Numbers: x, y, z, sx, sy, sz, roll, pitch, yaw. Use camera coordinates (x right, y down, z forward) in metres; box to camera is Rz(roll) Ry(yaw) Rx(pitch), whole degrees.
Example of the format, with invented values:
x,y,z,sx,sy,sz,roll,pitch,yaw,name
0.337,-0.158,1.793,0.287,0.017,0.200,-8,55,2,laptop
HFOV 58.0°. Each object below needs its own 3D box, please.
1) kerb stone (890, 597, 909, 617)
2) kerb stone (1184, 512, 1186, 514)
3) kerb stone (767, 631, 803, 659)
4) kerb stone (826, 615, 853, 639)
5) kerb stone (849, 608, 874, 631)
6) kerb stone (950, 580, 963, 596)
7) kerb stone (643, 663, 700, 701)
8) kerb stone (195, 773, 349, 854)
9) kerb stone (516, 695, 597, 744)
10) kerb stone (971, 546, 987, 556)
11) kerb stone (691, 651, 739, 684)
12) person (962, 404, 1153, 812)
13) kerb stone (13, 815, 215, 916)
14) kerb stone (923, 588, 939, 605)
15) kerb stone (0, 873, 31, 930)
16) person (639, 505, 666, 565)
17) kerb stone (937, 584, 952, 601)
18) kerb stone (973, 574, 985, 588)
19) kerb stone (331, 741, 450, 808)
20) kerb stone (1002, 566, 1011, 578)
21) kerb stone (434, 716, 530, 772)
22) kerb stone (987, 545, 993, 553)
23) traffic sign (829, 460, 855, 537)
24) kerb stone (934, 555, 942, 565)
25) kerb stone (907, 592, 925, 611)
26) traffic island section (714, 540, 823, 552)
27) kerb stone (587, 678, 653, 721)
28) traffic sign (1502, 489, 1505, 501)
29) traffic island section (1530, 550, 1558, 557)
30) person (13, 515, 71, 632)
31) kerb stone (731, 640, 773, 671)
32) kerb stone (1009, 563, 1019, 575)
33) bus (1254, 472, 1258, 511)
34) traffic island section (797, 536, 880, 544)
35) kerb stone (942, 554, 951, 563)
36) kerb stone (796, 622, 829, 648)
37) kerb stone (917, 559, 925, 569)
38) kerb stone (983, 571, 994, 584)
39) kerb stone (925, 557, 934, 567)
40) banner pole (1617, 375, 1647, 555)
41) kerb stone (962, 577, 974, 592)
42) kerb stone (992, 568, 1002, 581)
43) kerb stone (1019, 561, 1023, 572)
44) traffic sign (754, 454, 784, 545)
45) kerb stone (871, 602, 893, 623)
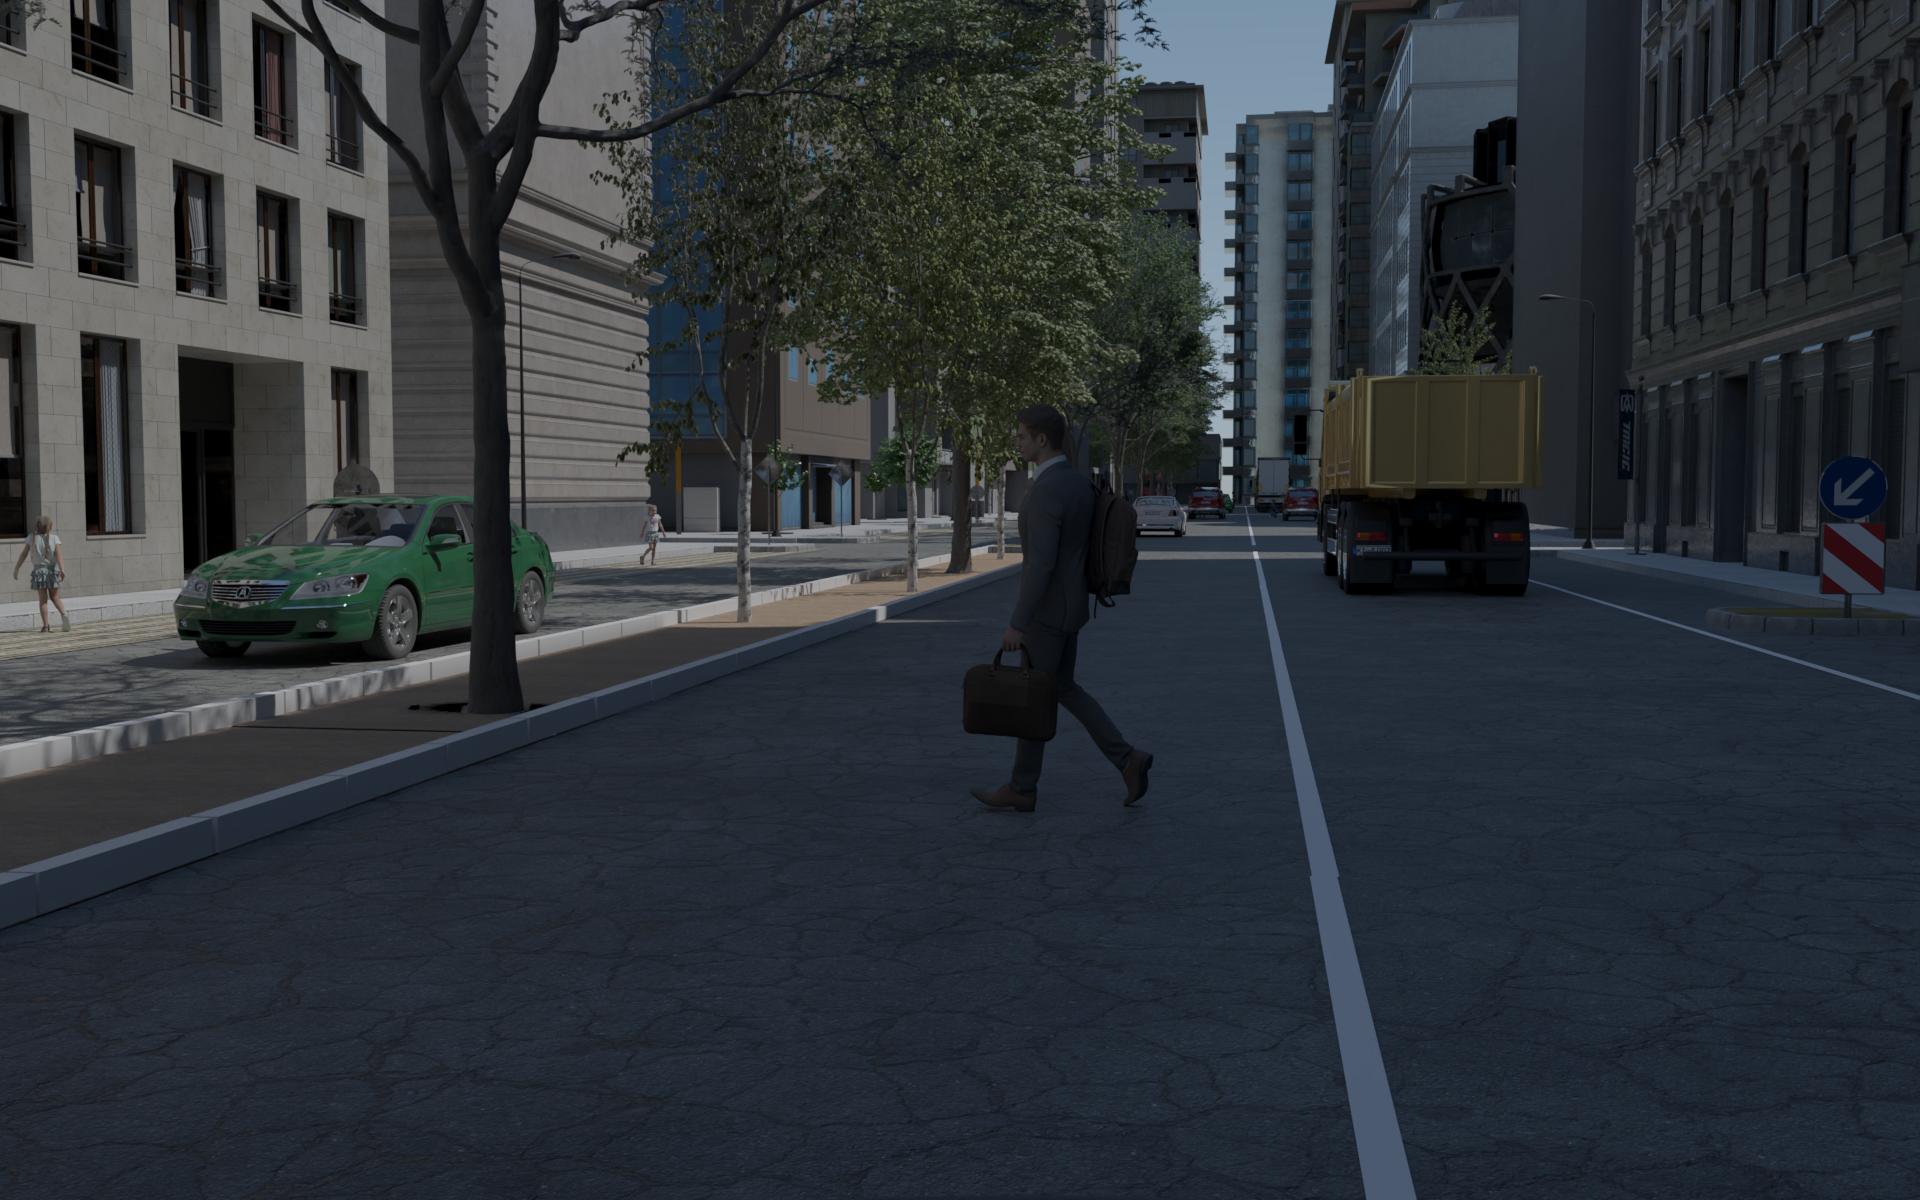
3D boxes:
x,y,z,sx,sy,sz,roll,pitch,yaw,name
-0.789,0.100,20.558,0.120,0.150,1.000,1,4,9,kerb stone
15.989,-6.182,123.276,0.120,0.150,1.000,1,4,9,kerb stone
-1.614,0.411,15.479,0.120,0.150,1.000,1,4,9,kerb stone
-1.282,0.288,17.517,0.120,0.150,1.000,1,4,9,kerb stone
-1.110,0.225,18.524,0.120,0.150,1.000,1,4,9,kerb stone
-0.128,-0.145,24.600,0.120,0.150,1.000,1,4,9,kerb stone
-2.102,0.596,12.452,0.120,0.150,1.000,1,4,9,kerb stone
-2.929,0.906,7.388,0.120,0.150,1.000,1,4,9,kerb stone
-2.446,0.720,10.431,0.120,0.150,1.000,1,4,9,kerb stone
0.447,-1.157,41.112,0.120,0.150,1.000,1,4,9,kerb stone
-1.944,0.534,13.461,0.120,0.150,1.000,1,4,9,kerb stone
0.449,0.042,7.770,0.822,1.834,0.622,1,4,10,person
-3.102,0.968,6.381,0.120,0.150,1.000,1,4,9,kerb stone
-0.457,-0.023,22.576,0.120,0.150,1.000,1,4,9,kerb stone
-3.263,1.029,5.371,0.120,0.150,1.000,1,4,9,kerb stone
-6.171,-1.302,34.799,0.505,1.210,0.382,-3,4,-39,person
-0.285,-0.085,23.584,0.120,0.150,1.000,1,4,9,kerb stone
0.208,-0.271,26.625,0.120,0.150,1.000,1,4,9,kerb stone
-2.768,0.844,8.397,0.120,0.150,1.000,1,4,9,kerb stone
0.703,-0.456,29.650,0.120,0.150,1.000,1,4,9,kerb stone
-2.611,0.782,9.410,0.120,0.150,1.000,1,4,9,kerb stone
0.616,-1.216,42.127,0.120,0.150,1.000,1,4,9,kerb stone
-3.529,-2.931,51.567,0.795,2.450,0.064,1,4,9,traffic sign
-0.553,-0.785,35.028,0.120,0.150,1.000,1,4,9,kerb stone
-0.622,0.038,21.568,0.120,0.150,1.000,1,4,9,kerb stone
-4.841,-1.313,43.752,2.009,0.180,2.903,1,4,9,traffic island section
-2.270,0.658,11.443,0.120,0.150,1.000,1,4,9,kerb stone
12.792,-2.273,40.800,0.795,2.450,0.064,1,4,9,traffic sign
12.816,-1.137,40.873,2.009,0.180,2.903,1,4,9,traffic island section
-9.440,-0.262,17.800,0.505,1.210,0.382,-2,4,-30,person
-1.776,0.473,14.470,0.120,0.150,1.000,1,4,9,kerb stone
0.875,-0.518,30.667,0.120,0.150,1.000,1,4,9,kerb stone
27.188,-9.787,151.559,2.896,3.916,12.252,1,4,10,bus
-3.553,-1.795,51.633,2.009,0.180,2.903,1,4,9,traffic island section
-0.377,-0.843,36.046,0.120,0.150,1.000,1,4,9,kerb stone
-1.446,0.349,16.489,0.120,0.150,1.000,1,4,9,kerb stone
-0.872,-0.658,33.008,0.120,0.150,1.000,1,4,9,kerb stone
0.370,-0.333,27.634,0.120,0.150,1.000,1,4,9,kerb stone
-0.711,-0.723,34.018,0.120,0.150,1.000,1,4,9,kerb stone
14.123,-2.839,36.441,0.863,3.779,0.401,-2,4,-27,banner pole
0.040,-0.207,25.609,0.120,0.150,1.000,1,4,9,kerb stone
0.530,-0.394,28.643,0.120,0.150,1.000,1,4,9,kerb stone
1.030,-0.580,31.686,0.120,0.150,1.000,1,4,9,kerb stone
-4.816,-2.449,43.686,0.795,2.450,0.064,1,4,9,traffic sign
-0.948,0.162,19.542,0.120,0.150,1.000,1,4,9,kerb stone
